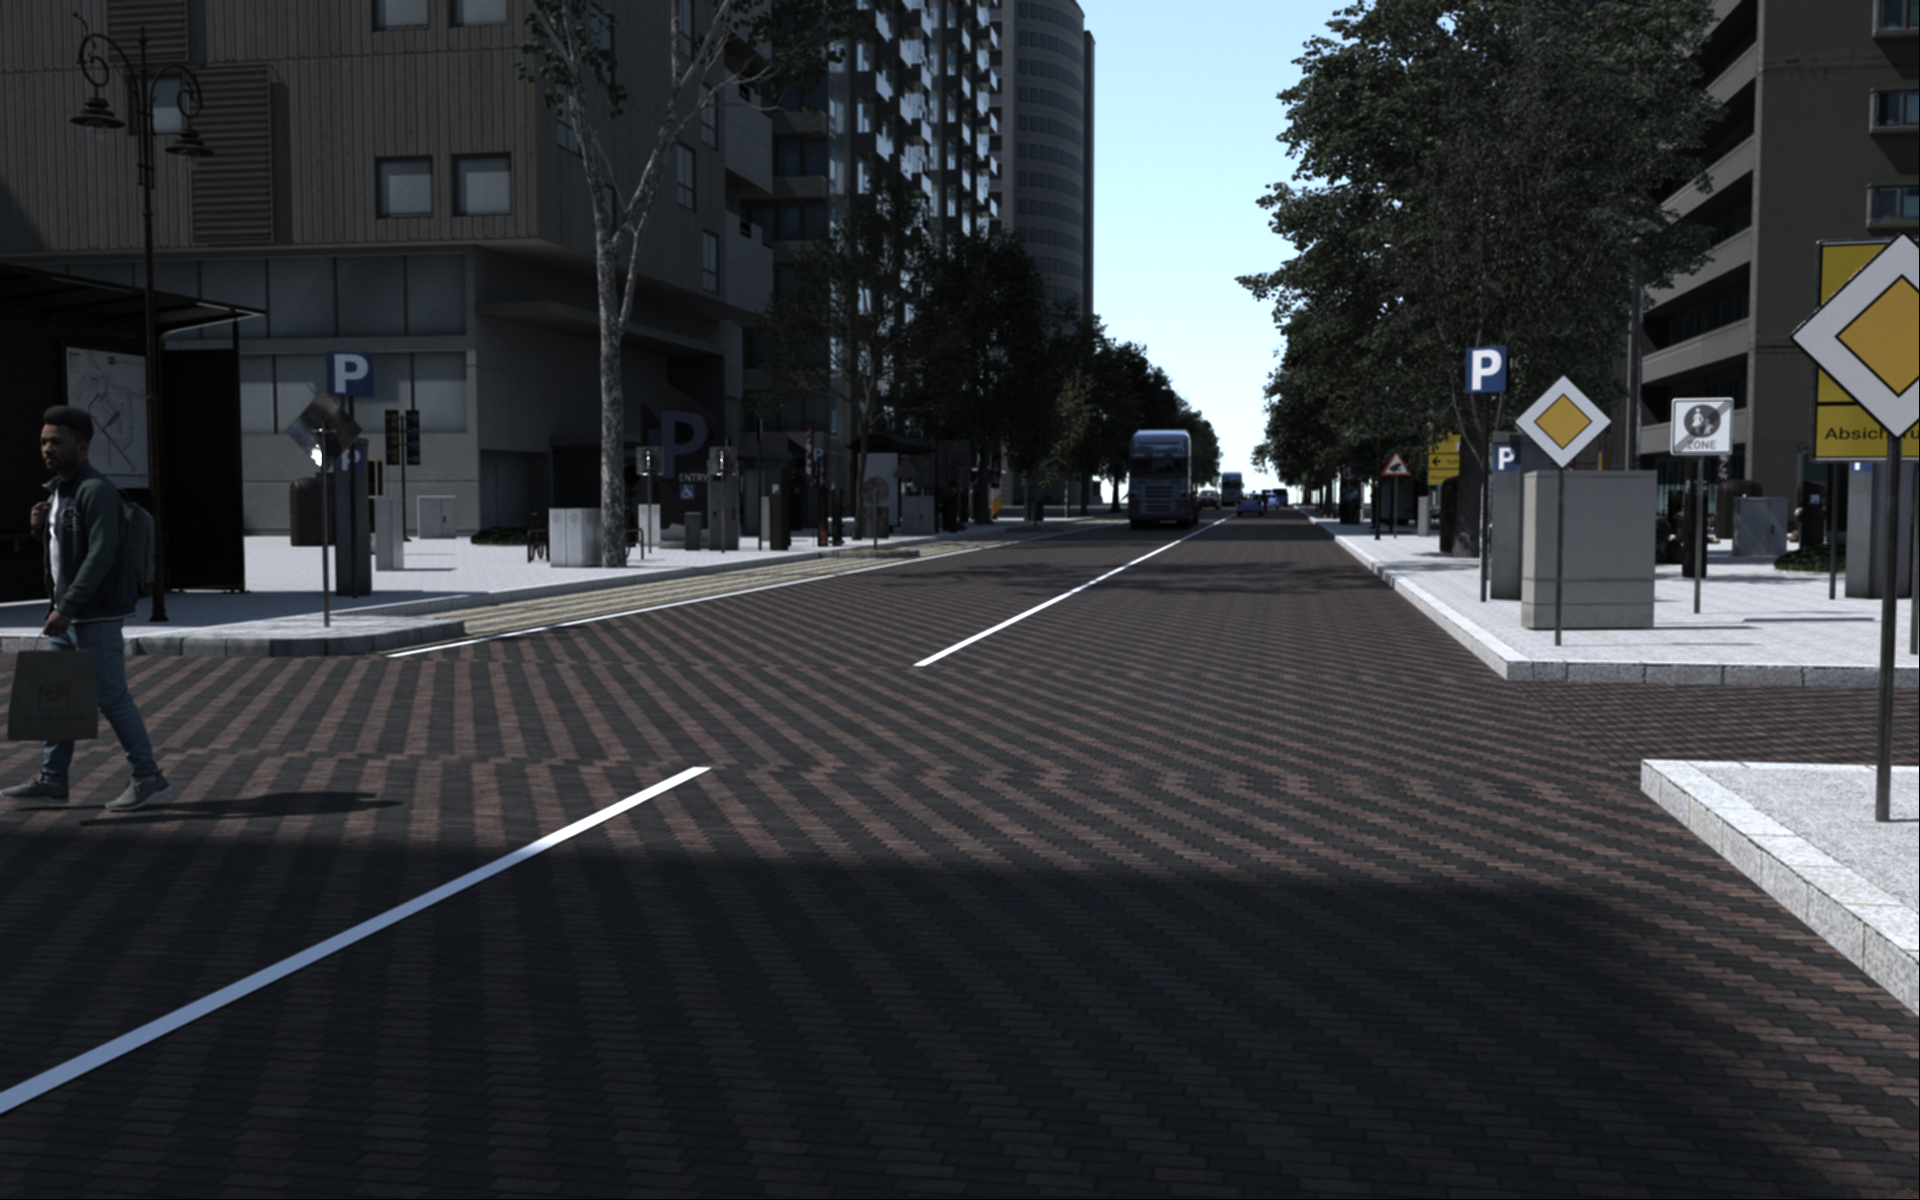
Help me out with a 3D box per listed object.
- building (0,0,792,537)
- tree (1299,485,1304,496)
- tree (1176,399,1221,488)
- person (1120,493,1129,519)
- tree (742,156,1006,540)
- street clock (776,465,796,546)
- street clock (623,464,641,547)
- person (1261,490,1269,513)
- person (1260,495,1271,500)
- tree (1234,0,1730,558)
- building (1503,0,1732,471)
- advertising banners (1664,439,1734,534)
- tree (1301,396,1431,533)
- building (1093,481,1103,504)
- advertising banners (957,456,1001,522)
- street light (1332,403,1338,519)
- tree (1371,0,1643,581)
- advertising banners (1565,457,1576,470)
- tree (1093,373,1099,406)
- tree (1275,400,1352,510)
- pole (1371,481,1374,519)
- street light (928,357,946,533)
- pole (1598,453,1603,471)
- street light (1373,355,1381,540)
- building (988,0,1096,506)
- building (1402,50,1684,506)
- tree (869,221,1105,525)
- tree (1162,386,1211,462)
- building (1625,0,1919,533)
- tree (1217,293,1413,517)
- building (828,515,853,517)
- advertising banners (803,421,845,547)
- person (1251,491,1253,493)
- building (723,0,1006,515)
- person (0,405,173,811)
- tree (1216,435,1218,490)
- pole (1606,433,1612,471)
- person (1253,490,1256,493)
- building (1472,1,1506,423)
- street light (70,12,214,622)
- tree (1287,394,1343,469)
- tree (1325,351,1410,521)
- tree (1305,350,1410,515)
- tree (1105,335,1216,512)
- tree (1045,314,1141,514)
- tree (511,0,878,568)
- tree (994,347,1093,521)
[{"bbox_3d":[-23.006,-29.037,63.991,28.713,52.752,27.495,1,4,10],"label":"building"},{"bbox_3d":[47.689,-17.667,239.214,4.737,8.622,4.395,0,3,0],"label":"tree"},{"bbox_3d":[26.125,-17.675,207.108,7.486,12.596,7.792,0,3,0],"label":"tree"},{"bbox_3d":[9.798,-5.546,99.117,1.348,1.831,0.705,0,4,5],"label":"person"},{"bbox_3d":[-2.560,-6.939,47.863,7.601,10.594,8.767,1,4,20],"label":"tree"},{"bbox_3d":[-4.296,-2.334,42.737,0.471,2.002,0.358,-2,4,-32],"label":"street clock"},{"bbox_3d":[-7.964,-2.279,41.834,0.471,2.002,0.358,-3,4,-36],"label":"street clock"},{"bbox_3d":[22.905,-7.400,130.042,0.990,1.755,0.434,-3,5,-42],"label":"person"},{"bbox_3d":[27.687,-9.086,157.771,1.217,1.735,0.721,1,4,16],"label":"person"},{"bbox_3d":[10.192,-7.827,34.633,9.857,13.997,8.962,0,3,0],"label":"tree"},{"bbox_3d":[42.003,-26.170,111.476,14.154,41.232,14.086,1,4,10],"label":"building"},{"bbox_3d":[23.543,-3.607,55.161,2.074,3.025,0.090,0,4,5],"label":"advertising banners"},{"bbox_3d":[14.298,-4.507,57.409,4.285,4.588,4.351,0,3,0],"label":"tree"},{"bbox_3d":[2.152,-32.800,228.165,32.217,40.220,23.993,1,4,10],"label":"building"},{"bbox_3d":[0.900,-5.085,79.323,2.074,3.025,0.090,0,4,-5],"label":"advertising banners"},{"bbox_3d":[19.069,-7.045,87.979,0.468,5.910,1.993,1,4,10],"label":"street light"},{"bbox_3d":[7.888,-4.607,25.692,4.360,8.622,3.978,0,3,0],"label":"tree"},{"bbox_3d":[18.759,-3.599,55.027,0.090,3.025,2.074,-2,4,-30],"label":"advertising banners"},{"bbox_3d":[5.796,-8.939,96.508,4.737,8.622,4.395,0,3,0],"label":"tree"},{"bbox_3d":[30.027,-13.806,143.853,7.486,12.596,7.792,0,3,0],"label":"tree"},{"bbox_3d":[21.004,-5.765,88.101,0.158,3.312,0.155,0,3,0],"label":"pole"},{"bbox_3d":[-0.763,-5.141,56.842,0.468,5.910,1.993,1,4,10],"label":"street light"},{"bbox_3d":[31.430,-5.579,85.062,0.158,3.312,0.155,0,3,0],"label":"pole"},{"bbox_3d":[11.718,-4.626,48.429,0.468,5.910,1.993,1,4,10],"label":"street light"},{"bbox_3d":[3.588,-40.293,200.789,21.231,58.520,28.212,1,4,10],"label":"building"},{"bbox_3d":[66.436,-37.500,202.365,28.713,52.752,27.495,1,4,10],"label":"building"},{"bbox_3d":[0.974,-9.534,72.884,9.611,12.733,9.660,0,3,0],"label":"tree"},{"bbox_3d":[21.505,-16.735,183.990,12.009,13.543,11.850,0,3,0],"label":"tree"},{"bbox_3d":[38.288,-26.914,63.739,21.300,48.544,21.600,1,4,10],"label":"building"},{"bbox_3d":[20.454,-10.899,95.212,9.611,12.733,9.660,0,3,0],"label":"tree"},{"bbox_3d":[-14.292,-29.949,109.267,23.786,49.044,30.456,1,4,10],"label":"building"},{"bbox_3d":[-3.339,-2.822,42.321,0.090,3.025,2.074,2,4,24],"label":"advertising banners"},{"bbox_3d":[31.704,-10.900,187.451,1.217,1.736,0.721,-1,4,-21],"label":"person"},{"bbox_3d":[-9.299,-31.791,139.390,23.786,49.044,30.456,1,4,10],"label":"building"},{"bbox_3d":[-3.941,0.044,7.761,0.713,1.824,0.794,-2,4,-24],"label":"person"},{"bbox_3d":[16.290,-14.257,150.110,9.611,12.733,9.660,0,3,0],"label":"tree"},{"bbox_3d":[21.711,-3.923,57.991,0.158,3.312,0.155,0,3,0],"label":"pole"},{"bbox_3d":[22.232,-7.433,130.963,0.436,1.711,0.756,-1,4,-12],"label":"person"},{"bbox_3d":[51.440,-31.349,132.169,23.786,49.044,30.456,1,4,10],"label":"building"},{"bbox_3d":[-8.076,-2.722,17.285,0.468,5.910,1.993,1,4,10],"label":"street light"},{"bbox_3d":[27.938,-12.062,131.622,7.601,10.594,8.767,3,5,41],"label":"tree"},{"bbox_3d":[19.453,-8.079,82.460,4.737,8.622,4.395,0,3,0],"label":"tree"},{"bbox_3d":[23.604,-11.031,106.109,9.928,11.665,9.643,0,3,0],"label":"tree"},{"bbox_3d":[11.345,-12.705,124.739,9.611,12.733,9.660,0,3,0],"label":"tree"},{"bbox_3d":[7.745,-11.661,108.790,7.486,12.596,7.792,0,3,0],"label":"tree"},{"bbox_3d":[-5.025,-10.559,28.536,12.611,20.169,13.585,0,3,0],"label":"tree"},{"bbox_3d":[3.371,-8.098,82.767,4.737,8.622,4.395,0,3,0],"label":"tree"}]
